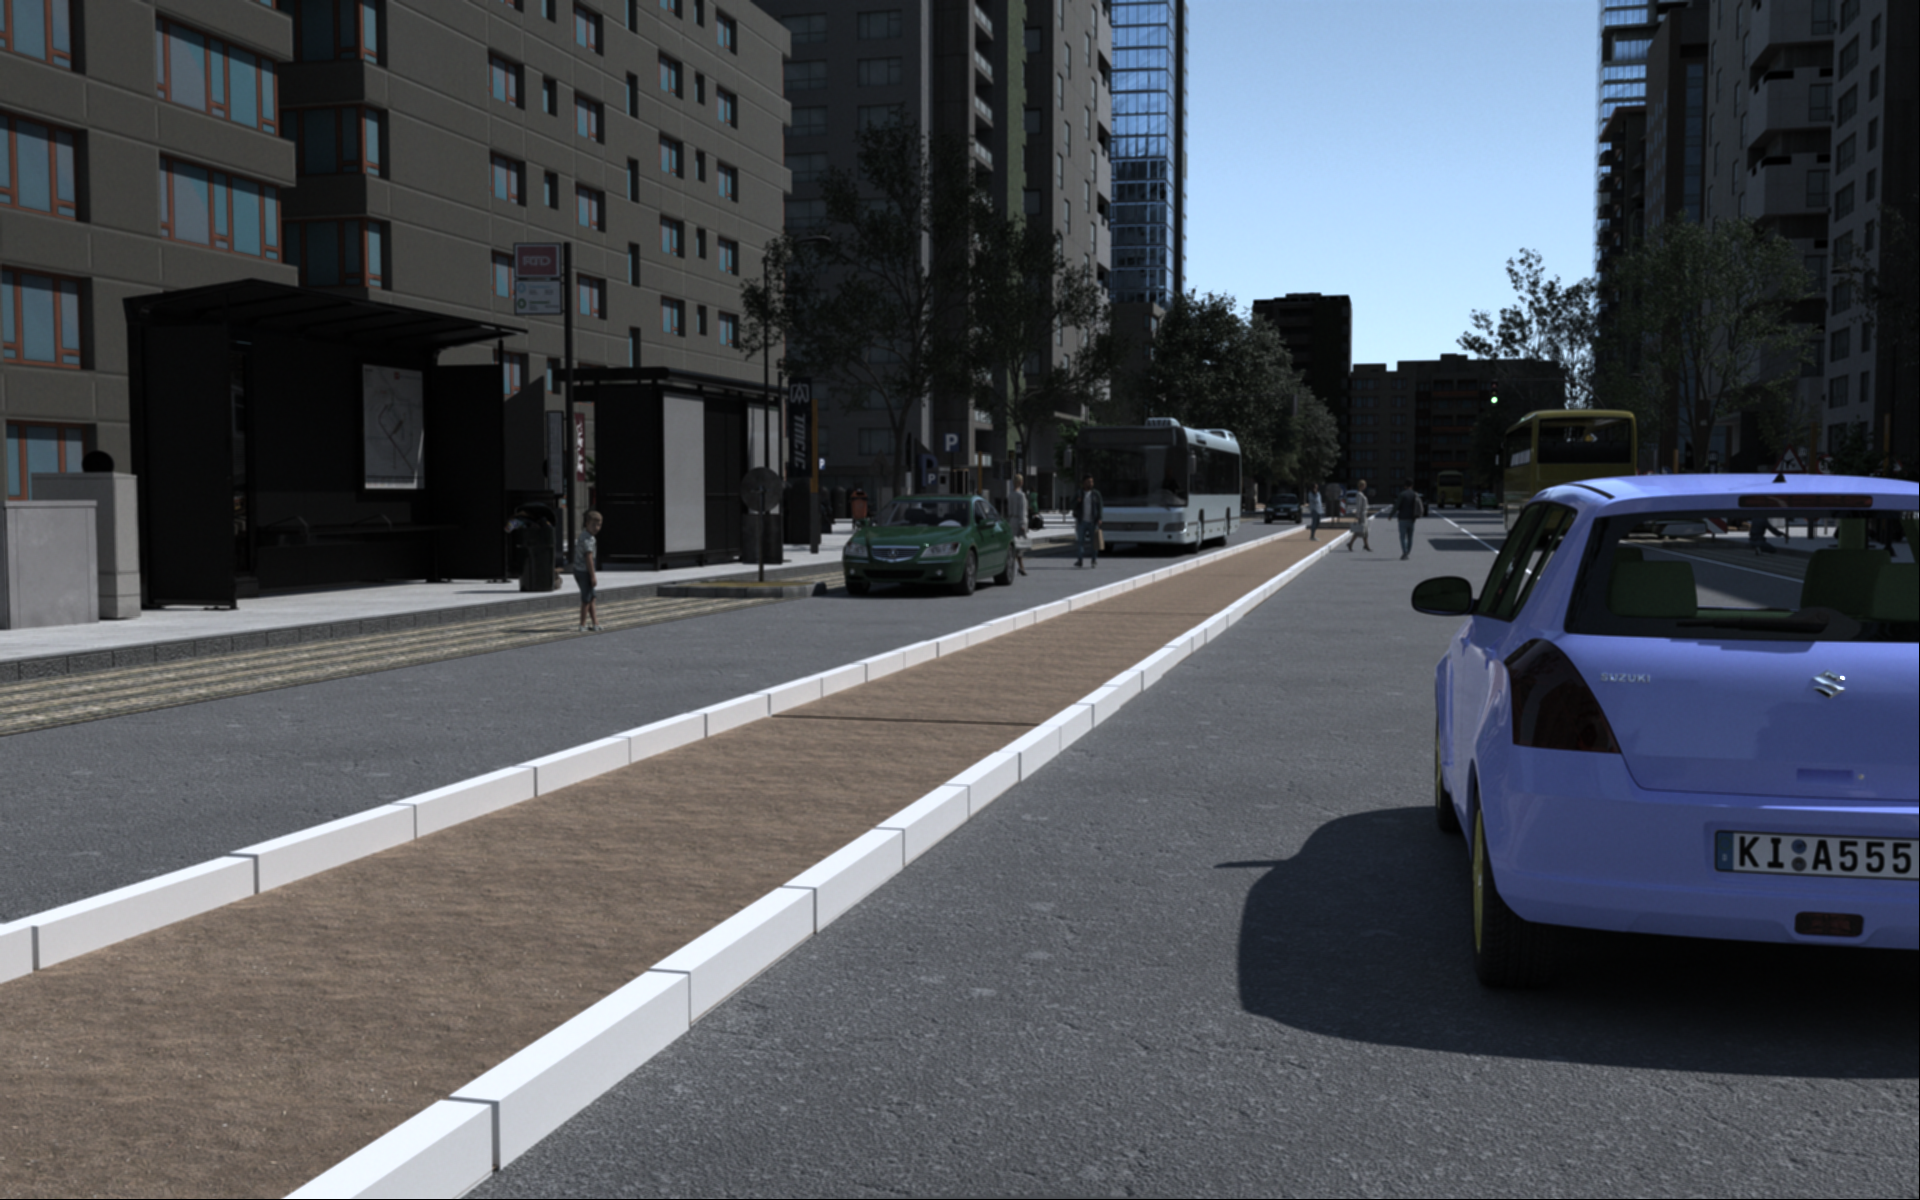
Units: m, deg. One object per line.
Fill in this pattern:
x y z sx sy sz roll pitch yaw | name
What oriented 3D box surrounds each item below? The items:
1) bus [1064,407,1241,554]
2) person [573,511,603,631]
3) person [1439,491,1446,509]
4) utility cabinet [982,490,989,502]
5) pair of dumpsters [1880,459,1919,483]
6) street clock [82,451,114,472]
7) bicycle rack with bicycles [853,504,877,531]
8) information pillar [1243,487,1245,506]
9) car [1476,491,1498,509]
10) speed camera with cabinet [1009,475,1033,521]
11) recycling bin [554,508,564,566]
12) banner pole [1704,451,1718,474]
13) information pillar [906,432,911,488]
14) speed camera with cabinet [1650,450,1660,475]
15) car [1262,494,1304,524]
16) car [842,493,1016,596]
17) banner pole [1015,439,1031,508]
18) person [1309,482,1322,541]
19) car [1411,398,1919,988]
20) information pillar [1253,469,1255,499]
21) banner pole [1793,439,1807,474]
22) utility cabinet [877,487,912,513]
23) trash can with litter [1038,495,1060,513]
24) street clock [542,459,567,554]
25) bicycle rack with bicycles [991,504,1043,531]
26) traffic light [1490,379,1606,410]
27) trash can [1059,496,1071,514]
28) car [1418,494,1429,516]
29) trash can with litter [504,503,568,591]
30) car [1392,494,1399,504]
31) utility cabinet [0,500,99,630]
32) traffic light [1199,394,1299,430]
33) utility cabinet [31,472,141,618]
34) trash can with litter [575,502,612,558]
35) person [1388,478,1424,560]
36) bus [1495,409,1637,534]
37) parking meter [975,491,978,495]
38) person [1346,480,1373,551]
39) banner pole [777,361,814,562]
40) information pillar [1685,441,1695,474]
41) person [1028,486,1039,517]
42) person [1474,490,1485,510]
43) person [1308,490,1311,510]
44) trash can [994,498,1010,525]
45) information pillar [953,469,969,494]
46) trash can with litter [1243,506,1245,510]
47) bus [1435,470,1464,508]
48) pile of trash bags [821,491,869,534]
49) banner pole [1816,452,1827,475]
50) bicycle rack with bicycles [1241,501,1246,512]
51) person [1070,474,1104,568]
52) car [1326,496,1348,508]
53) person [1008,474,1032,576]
5.266 -3.034 44.468 2.948 3.499 13.247 1 4 15 | bus
-3.866 -0.298 18.052 0.352 1.250 0.332 1 4 17 | person
46.817 -9.720 168.126 0.721 1.736 1.217 3 5 44 | person
1.869 -6.426 113.744 1.173 1.500 0.318 -2 4 -25 | utility cabinet
25.143 -2.749 47.432 1.574 2.255 4.437 1 4 14 | pair of dumpsters
-14.382 -1.491 28.949 0.471 2.002 0.358 -1 4 -21 | street clock
-2.758 -2.946 61.551 2.852 0.926 2.925 3 5 39 | bicycle rack with bicycles
23.718 -8.615 145.348 0.304 2.012 0.304 -2 4 -29 | information pillar
50.008 -9.504 164.179 1.959 1.807 4.718 1 4 14 | car
2.916 -5.389 82.438 0.660 3.252 2.038 1 4 20 | speed camera with cabinet
-7.509 -1.108 30.663 0.722 1.027 0.722 1 4 18 | recycling bin
38.248 -6.020 88.448 0.863 3.779 0.401 1 4 15 | banner pole
-1.946 -4.535 65.505 0.183 3.616 0.504 -1 4 -15 | information pillar
30.621 -5.097 77.671 2.038 3.252 0.660 -1 4 -8 | speed camera with cabinet
15.763 -4.563 84.392 2.009 1.686 4.222 1 4 13 | car
-0.380 -0.873 26.066 2.131 1.459 4.920 1 4 13 | car
2.695 -5.049 72.574 0.863 3.779 0.401 1 4 19 | banner pole
10.865 -2.710 53.071 0.793 1.790 0.793 0 4 0 | person
2.608 0.212 6.133 1.945 1.707 3.694 1 4 13 | car
21.883 -8.413 128.903 0.183 3.616 0.504 1 4 10 | information pillar
37.956 -5.406 78.406 0.401 3.779 0.863 -2 4 -28 | banner pole
-2.193 -3.023 58.113 1.173 1.500 0.318 2 4 29 | utility cabinet
6.065 -6.420 116.017 2.233 1.210 1.678 -1 4 -19 | trash can with litter
-7.711 -1.746 33.117 0.471 2.002 0.358 1 4 18 | street clock
1.453 -2.878 60.440 2.925 0.926 2.852 0 4 1 | bicycle rack with bicycles
23.335 -5.727 68.297 4.771 5.953 1.251 1 4 14 | traffic light
6.775 -6.129 111.869 0.748 1.137 0.748 0 3 0 | trash can
29.467 -6.280 112.470 2.009 1.686 4.222 1 4 13 | car
-5.628 -0.710 22.997 0.624 1.170 1.055 0 4 -2 | trash can with litter
45.568 -10.313 178.401 2.009 1.686 4.222 1 4 15 | car
-8.906 -0.346 16.819 0.306 1.237 1.020 2 4 23 | utility cabinet
13.044 -6.403 79.353 4.771 5.953 1.251 1 4 14 | traffic light
-9.027 -0.564 17.905 1.173 1.500 0.318 2 4 23 | utility cabinet
-7.317 -1.397 34.221 1.055 1.170 0.624 -3 5 -45 | trash can with litter
9.787 -1.776 37.891 0.623 1.781 0.721 -2 4 -25 | person
17.214 -3.556 49.689 2.896 3.916 12.252 1 4 14 | bus
1.018 -5.227 93.870 0.372 1.533 0.369 0 3 0 | parking meter
10.017 -2.113 43.393 0.624 1.780 0.694 2 4 28 | person
-3.160 -2.606 32.618 0.863 3.779 0.401 1 4 14 | banner pole
32.274 -5.213 76.588 0.504 3.616 0.183 1 4 13 | information pillar
3.260 -4.226 77.848 0.600 1.795 0.529 -1 4 -19 | person
46.955 -9.018 156.458 1.217 1.766 0.721 -1 4 -15 | person
30.859 -8.781 152.095 0.660 1.820 0.620 2 4 32 | person
1.692 -3.481 68.564 0.748 1.137 0.748 0 3 0 | trash can
0.059 -2.898 51.871 0.304 2.012 0.304 2 4 27 | information pillar
23.222 -8.082 143.532 1.055 1.170 0.624 -2 4 -24 | trash can with litter
50.936 -11.532 180.090 2.896 3.916 12.252 1 4 15 | bus
-4.678 -2.862 56.547 3.447 1.369 1.912 -1 4 -14 | pile of trash bags
45.232 -6.204 91.449 0.863 3.779 0.401 2 4 29 | banner pole
19.816 -6.857 125.488 2.852 0.926 2.925 -3 5 -40 | bicycle rack with bicycles
2.503 -1.522 33.367 0.794 1.824 0.713 1 4 22 | person
37.376 -9.775 171.613 2.131 1.459 4.920 1 4 14 | car
0.960 -1.307 30.222 0.624 1.780 0.694 -1 4 -22 | person
